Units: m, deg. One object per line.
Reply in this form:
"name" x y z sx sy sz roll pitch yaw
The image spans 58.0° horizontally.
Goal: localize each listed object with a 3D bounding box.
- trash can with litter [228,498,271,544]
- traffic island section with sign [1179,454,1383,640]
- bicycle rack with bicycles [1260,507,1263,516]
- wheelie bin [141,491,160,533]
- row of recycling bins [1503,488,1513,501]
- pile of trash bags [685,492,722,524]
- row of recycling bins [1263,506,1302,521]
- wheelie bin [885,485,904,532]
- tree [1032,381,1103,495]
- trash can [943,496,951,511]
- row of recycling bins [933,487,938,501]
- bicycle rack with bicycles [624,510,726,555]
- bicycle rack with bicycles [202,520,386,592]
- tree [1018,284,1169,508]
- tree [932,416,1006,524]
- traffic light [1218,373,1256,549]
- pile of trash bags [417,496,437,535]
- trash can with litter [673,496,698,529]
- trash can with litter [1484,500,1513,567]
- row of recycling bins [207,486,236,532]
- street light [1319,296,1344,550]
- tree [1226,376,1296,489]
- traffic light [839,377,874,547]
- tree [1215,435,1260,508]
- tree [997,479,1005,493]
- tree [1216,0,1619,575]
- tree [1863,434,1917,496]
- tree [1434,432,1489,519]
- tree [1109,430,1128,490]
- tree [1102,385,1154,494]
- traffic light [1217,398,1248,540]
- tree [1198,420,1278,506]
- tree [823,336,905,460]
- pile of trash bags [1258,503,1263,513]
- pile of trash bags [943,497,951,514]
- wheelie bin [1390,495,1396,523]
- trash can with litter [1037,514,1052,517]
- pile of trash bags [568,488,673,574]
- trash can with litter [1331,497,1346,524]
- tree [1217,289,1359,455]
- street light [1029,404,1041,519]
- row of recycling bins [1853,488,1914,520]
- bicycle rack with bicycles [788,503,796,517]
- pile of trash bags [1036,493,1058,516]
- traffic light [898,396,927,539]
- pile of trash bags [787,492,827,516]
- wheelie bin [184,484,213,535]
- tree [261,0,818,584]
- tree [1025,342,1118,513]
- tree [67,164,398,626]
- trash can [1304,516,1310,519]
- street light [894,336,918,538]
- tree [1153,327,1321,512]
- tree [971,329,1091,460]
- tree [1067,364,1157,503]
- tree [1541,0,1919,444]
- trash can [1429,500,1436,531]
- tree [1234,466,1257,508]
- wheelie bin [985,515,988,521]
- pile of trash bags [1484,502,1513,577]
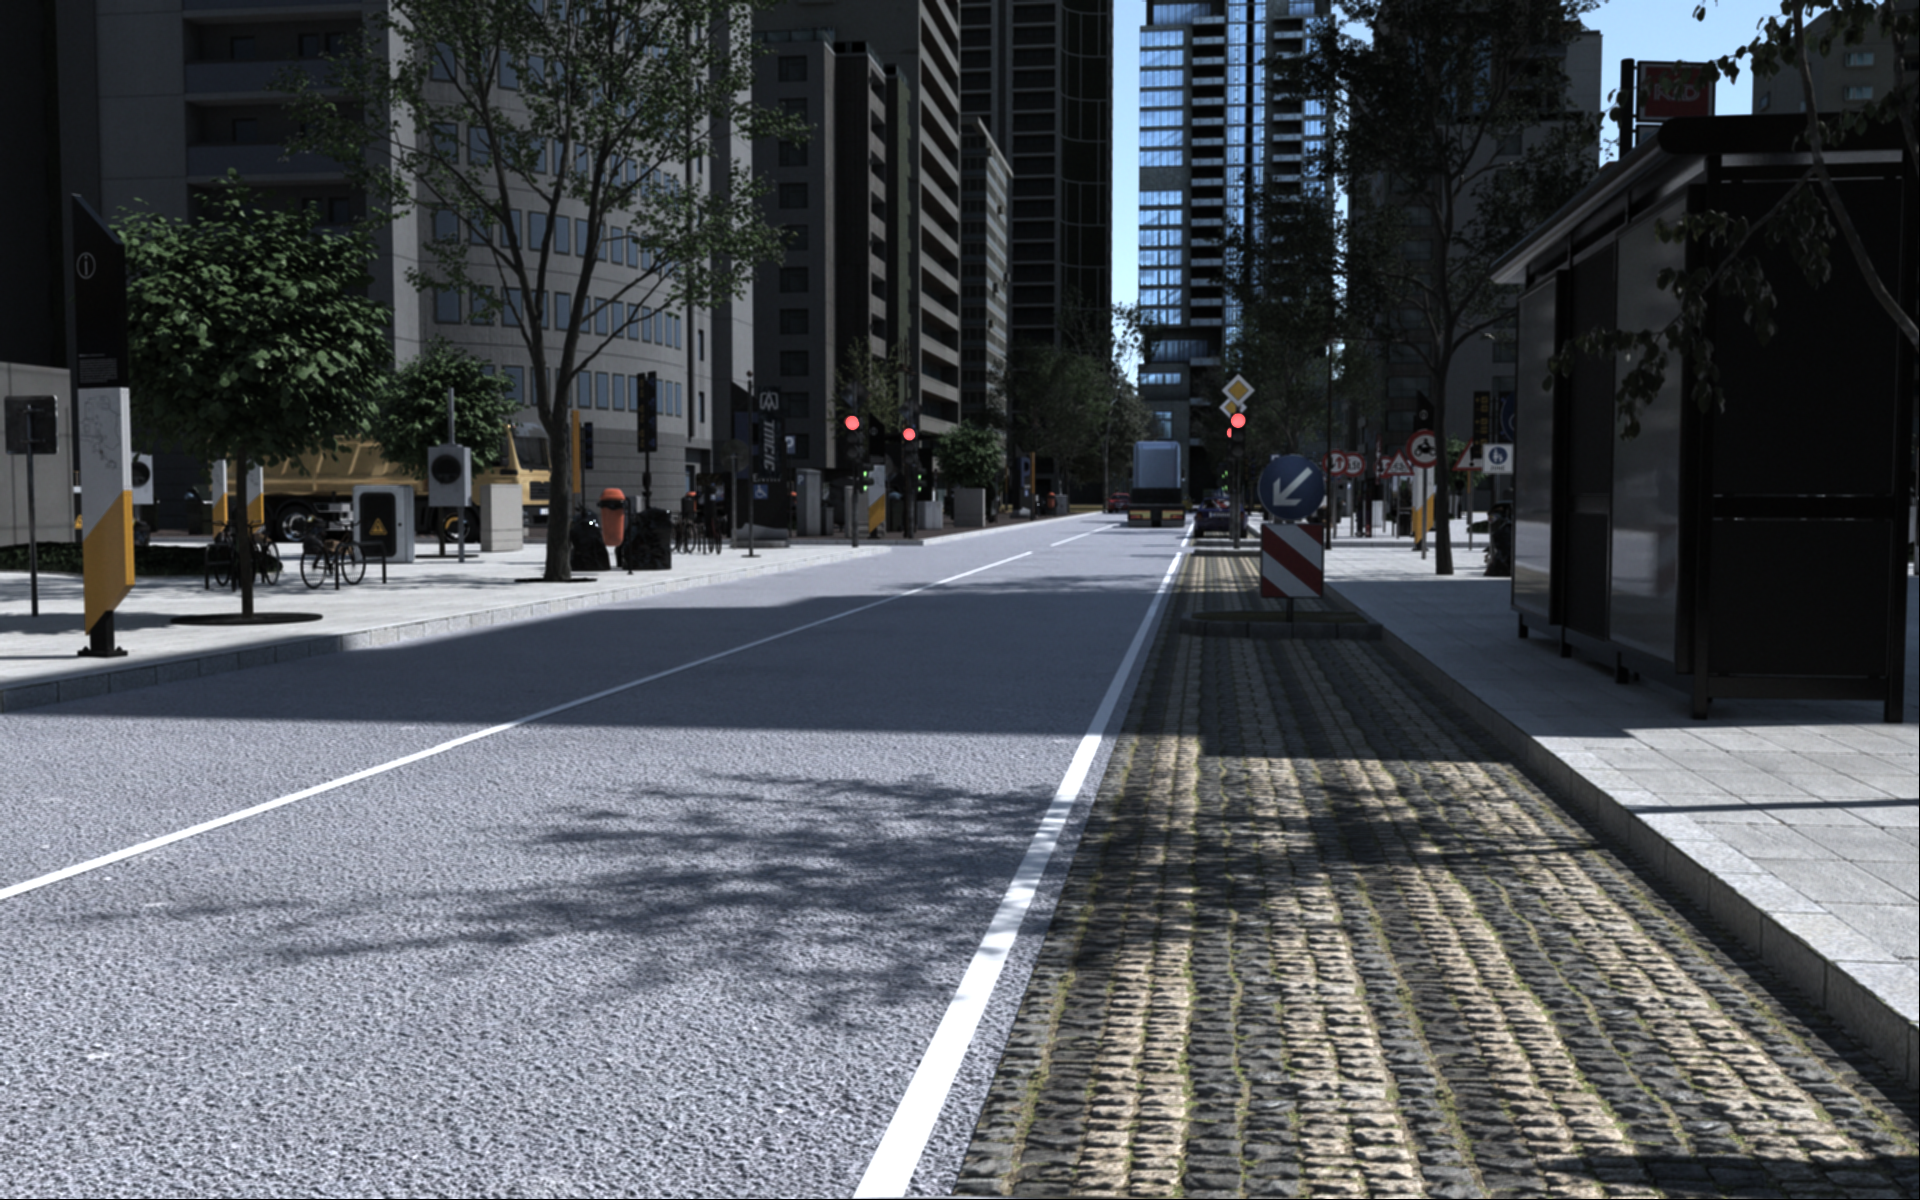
"trash can with litter" -18.320 -2.035 44.665 1.055 1.170 0.624 0 4 1
"traffic island section with sign" 3.292 -0.571 17.967 1.989 1.847 2.006 0 4 8
"bicycle rack with bicycles" 18.518 -5.159 97.729 2.925 0.926 2.852 1 4 15
"wheelie bin" -27.138 -3.055 57.861 0.693 1.594 0.980 -1 4 -19
"row of recycling bins" 37.765 -6.670 116.174 3.534 1.692 1.069 -2 4 -35
"pile of trash bags" -10.843 -4.037 75.758 1.912 1.369 3.447 2 4 29
"row of recycling bins" 15.511 -4.650 83.145 1.069 1.692 3.534 -1 4 -10
"wheelie bin" -2.309 -3.105 58.679 0.693 1.594 0.980 -3 5 -44
"tree" 6.372 -9.680 108.626 4.360 8.622 3.978 0 3 0
"trash can" -0.830 -6.778 122.477 0.748 1.137 0.748 0 3 0
"row of recycling bins" -2.276 -5.046 89.622 1.069 1.692 3.534 -2 4 -34
"bicycle rack with bicycles" -6.380 -1.483 37.632 2.852 0.926 2.925 -1 4 -11
"bicycle rack with bicycles" -9.323 -0.642 23.883 2.852 0.926 2.925 0 4 3
"tree" 12.079 -18.386 156.504 12.611 20.169 13.585 0 3 0
"tree" 0.302 -5.491 73.488 4.285 4.588 4.351 0 3 0
"traffic light" 6.460 -3.150 40.429 0.839 4.253 0.868 0 4 8
"pile of trash bags" -16.768 -2.785 55.288 3.447 1.369 1.912 2 4 28
"trash can with litter" -10.533 -3.269 64.512 2.233 1.210 1.678 -3 5 -41
"trash can with litter" 9.386 -1.153 30.234 0.624 1.170 1.055 0 4 1
"row of recycling bins" -25.726 -3.252 60.280 1.069 1.692 3.534 -2 4 -35
"street light" 8.479 -4.094 39.724 0.468 5.910 1.993 0 4 8
"tree" 16.826 -8.800 94.243 4.360 8.622 3.978 0 3 0
"traffic light" -2.513 -3.227 41.688 0.839 4.253 0.868 0 4 8
"tree" 22.990 -11.680 141.335 4.737 8.622 4.395 0 3 0
"tree" 2.485 -7.776 121.746 1.663 3.219 1.824 0 3 0
"tree" 7.378 -5.680 27.280 7.601 10.594 8.767 0 4 -3
"tree" 15.399 -2.131 29.438 1.663 3.219 1.824 0 3 0
"tree" 25.870 -6.536 90.576 4.285 4.588 4.351 0 3 0
"tree" 16.094 -13.949 178.430 4.360 8.622 3.978 0 3 0
"tree" 19.041 -17.413 195.077 12.009 13.543 11.850 0 3 0
"traffic light" 7.588 -3.634 48.334 0.839 4.253 0.868 0 4 8
"tree" 30.431 -16.451 185.980 9.611 12.733 9.660 0 3 0
"tree" -4.033 -7.924 79.919 4.737 8.622 4.395 0 3 0
"pile of trash bags" 21.796 -6.634 118.217 1.912 1.369 3.447 -1 4 -16
"pile of trash bags" 0.412 -6.057 108.779 1.912 1.369 3.447 -2 4 -30
"wheelie bin" 19.293 -4.155 75.838 0.980 1.594 0.693 2 4 31
"trash can with litter" 4.285 -5.289 97.532 2.233 1.210 1.678 -2 4 -24
"pile of trash bags" -5.774 -1.179 29.034 1.912 1.369 3.447 -1 4 -11
"trash can with litter" 16.387 -3.934 75.710 0.624 1.170 1.055 2 4 33
"tree" 16.434 -9.827 86.420 9.928 11.665 9.643 0 3 0
"street light" 3.860 -7.113 89.087 0.468 5.910 1.993 0 4 8
"row of recycling bins" 40.582 -4.219 76.090 1.069 1.692 3.534 0 4 -5
"bicycle rack with bicycles" -7.117 -3.320 67.662 2.925 0.926 2.852 0 4 -8
"pile of trash bags" 4.903 -5.678 102.590 1.912 1.369 3.447 -1 4 -18
"traffic light" -1.385 -3.711 49.593 0.839 4.253 0.868 0 4 8
"pile of trash bags" -6.936 -4.023 75.536 1.912 1.369 3.447 -1 4 -23
"wheelie bin" -23.966 -2.851 54.527 0.693 1.594 0.980 1 4 15
"tree" -5.869 -6.058 24.805 9.928 11.665 9.643 0 3 0
"tree" 7.269 -11.844 119.411 9.928 11.665 9.643 0 3 0
"tree" -7.243 -2.070 17.551 4.285 4.588 4.351 0 3 0
"trash can" 17.770 -4.750 89.321 0.748 1.137 0.748 0 3 0
"street light" -1.576 -4.761 50.636 0.468 5.910 1.993 0 4 8
"tree" 21.175 -13.168 125.663 12.009 13.543 11.850 0 3 0
"tree" 3.870 -10.051 98.754 7.601 10.594 8.767 -3 4 -36
"tree" 14.231 -16.032 168.771 9.857 13.997 8.962 0 3 0
"tree" 4.150 -3.477 7.208 4.360 8.622 3.978 0 3 0
"trash can" 16.300 -2.929 59.541 0.748 1.137 0.748 0 3 0
"tree" 26.109 -10.886 161.707 4.285 4.588 4.351 0 3 0
"wheelie bin" 0.931 -4.632 83.637 0.693 1.594 0.980 1 4 23
"pile of trash bags" 9.069 -1.047 26.864 1.912 1.369 3.447 2 4 25
